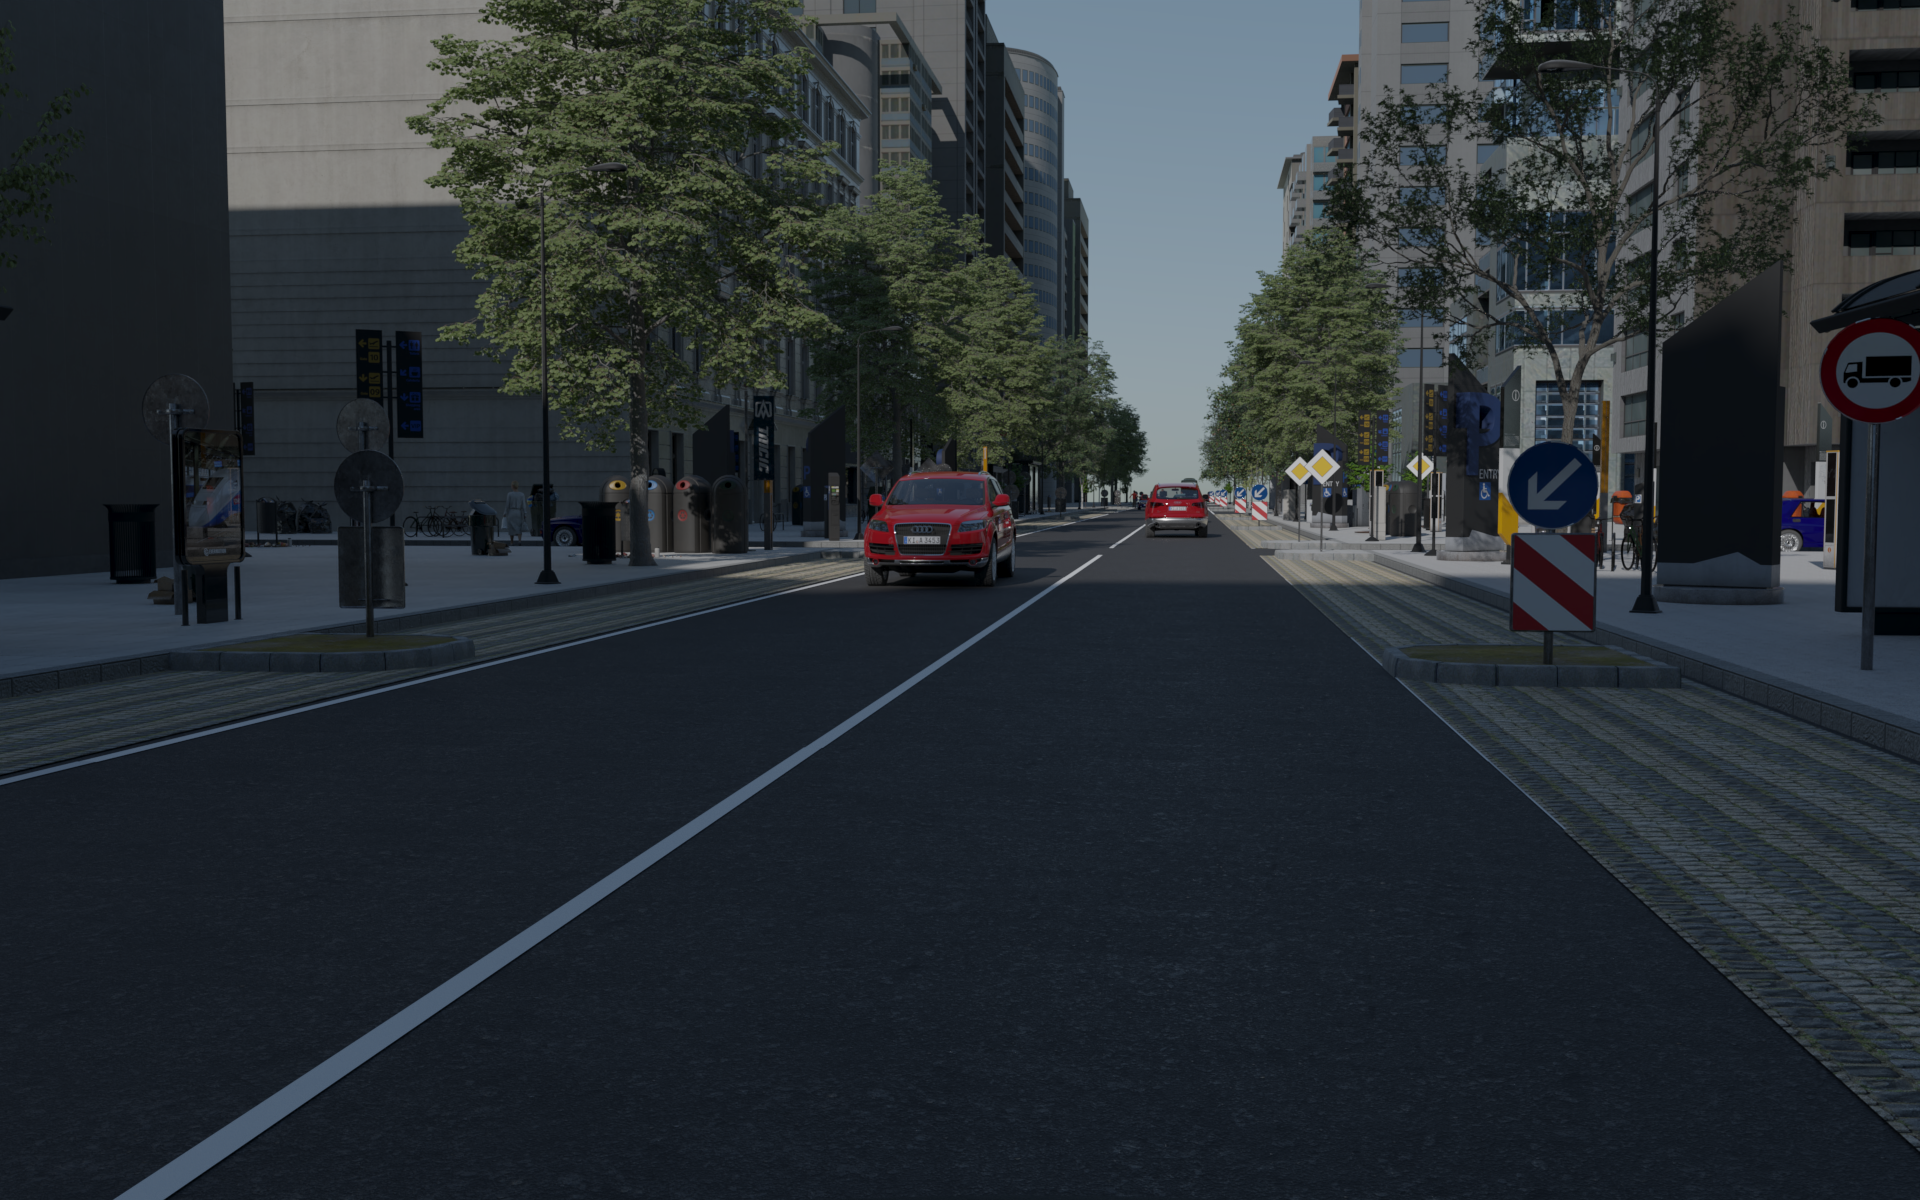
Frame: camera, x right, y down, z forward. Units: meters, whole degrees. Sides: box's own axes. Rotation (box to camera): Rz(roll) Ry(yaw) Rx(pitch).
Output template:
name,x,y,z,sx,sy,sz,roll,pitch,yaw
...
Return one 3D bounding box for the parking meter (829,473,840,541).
name,x,y,z,sx,sy,sz,roll,pitch,yaw
parking meter,-3.437,-2.543,47.292,0.255,1.863,0.399,-1,4,-13

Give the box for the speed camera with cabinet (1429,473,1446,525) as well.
name,x,y,z,sx,sy,sz,roll,pitch,yaw
speed camera with cabinet,20.045,-4.782,72.527,0.660,3.252,2.038,1,4,20

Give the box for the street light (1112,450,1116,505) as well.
name,x,y,z,sx,sy,sz,roll,pitch,yaw
street light,15.828,-12.908,183.589,1.470,5.913,1.316,0,4,8

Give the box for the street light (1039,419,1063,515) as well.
name,x,y,z,sx,sy,sz,roll,pitch,yaw
street light,5.657,-8.263,107.645,1.470,5.913,1.316,0,4,8

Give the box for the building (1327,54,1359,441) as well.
name,x,y,z,sx,sy,sz,roll,pitch,yaw
building,47.689,-31.567,170.739,22.147,44.769,28.867,0,4,8

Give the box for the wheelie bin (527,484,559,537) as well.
name,x,y,z,sx,sy,sz,roll,pitch,yaw
wheelie bin,-12.556,-2.717,52.330,0.980,1.594,0.693,-3,4,-36

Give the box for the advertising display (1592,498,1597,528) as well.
name,x,y,z,sx,sy,sz,roll,pitch,yaw
advertising display,21.735,-3.327,59.618,0.123,1.923,0.974,0,4,6

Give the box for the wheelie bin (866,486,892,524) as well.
name,x,y,z,sx,sy,sz,roll,pitch,yaw
wheelie bin,-3.401,-3.838,70.665,0.980,1.594,0.693,2,4,24

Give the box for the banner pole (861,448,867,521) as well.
name,x,y,z,sx,sy,sz,roll,pitch,yaw
banner pole,-4.559,-5.661,82.580,0.401,3.779,0.863,1,4,14

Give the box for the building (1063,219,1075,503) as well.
name,x,y,z,sx,sy,sz,roll,pitch,yaw
building,9.151,-34.705,251.013,14.154,41.232,14.086,0,4,8

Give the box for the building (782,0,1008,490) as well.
name,x,y,z,sx,sy,sz,roll,pitch,yaw
building,-6.154,-44.054,158.538,20.563,71.187,20.611,0,4,8

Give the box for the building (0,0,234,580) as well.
name,x,y,z,sx,sy,sz,roll,pitch,yaw
building,-26.006,-14.322,27.673,24.014,27.812,14.314,0,4,8

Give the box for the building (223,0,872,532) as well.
name,x,y,z,sx,sy,sz,roll,pitch,yaw
building,-15.939,-18.505,78.964,17.030,29.872,44.131,0,4,8

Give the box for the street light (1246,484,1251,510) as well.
name,x,y,z,sx,sy,sz,roll,pitch,yaw
street light,20.385,-9.004,119.760,1.470,5.913,1.316,0,4,8

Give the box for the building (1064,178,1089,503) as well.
name,x,y,z,sx,sy,sz,roll,pitch,yaw
building,8.633,-39.473,269.086,21.300,48.544,21.600,0,4,8

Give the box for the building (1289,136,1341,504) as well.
name,x,y,z,sx,sy,sz,roll,pitch,yaw
building,55.701,-37.436,231.692,23.786,49.044,30.456,0,4,8

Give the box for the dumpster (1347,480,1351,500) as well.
name,x,y,z,sx,sy,sz,roll,pitch,yaw
dumpster,17.206,-4.737,79.950,1.502,2.255,1.985,0,4,8

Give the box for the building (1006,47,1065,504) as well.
name,x,y,z,sx,sy,sz,roll,pitch,yaw
building,2.188,-42.006,228.790,21.231,58.520,28.212,0,4,8

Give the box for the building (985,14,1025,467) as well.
name,x,y,z,sx,sy,sz,roll,pitch,yaw
building,-4.895,-34.087,181.019,21.300,48.544,21.600,0,4,8

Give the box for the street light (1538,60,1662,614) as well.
name,x,y,z,sx,sy,sz,roll,pitch,yaw
street light,6.888,-2.820,18.649,1.470,5.913,1.316,0,4,8

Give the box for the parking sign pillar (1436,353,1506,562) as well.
name,x,y,z,sx,sy,sz,roll,pitch,yaw
parking sign pillar,9.987,-2.752,33.471,1.447,3.967,1.447,-3,4,-36

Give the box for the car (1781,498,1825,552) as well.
name,x,y,z,sx,sy,sz,roll,pitch,yaw
car,20.731,-1.738,41.003,3.894,1.354,1.945,1,4,8

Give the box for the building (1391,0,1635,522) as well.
name,x,y,z,sx,sy,sz,roll,pitch,yaw
building,36.565,-47.635,91.498,22.319,86.520,31.000,0,4,8

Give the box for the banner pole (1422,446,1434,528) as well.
name,x,y,z,sx,sy,sz,roll,pitch,yaw
banner pole,17.659,-4.581,64.917,0.401,3.779,0.863,-1,4,-13

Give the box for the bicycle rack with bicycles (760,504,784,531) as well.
name,x,y,z,sx,sy,sz,roll,pitch,yaw
bicycle rack with bicycles,-7.355,-2.872,60.346,2.852,0.926,2.925,0,4,6

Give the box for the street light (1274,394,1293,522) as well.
name,x,y,z,sx,sy,sz,roll,pitch,yaw
street light,15.011,-6.571,79.977,1.470,5.913,1.316,0,4,8

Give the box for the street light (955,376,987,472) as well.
name,x,y,z,sx,sy,sz,roll,pitch,yaw
street light,0.379,-5.860,68.344,1.470,5.913,1.316,0,4,8

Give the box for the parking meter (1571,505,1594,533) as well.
name,x,y,z,sx,sy,sz,roll,pitch,yaw
parking meter,11.961,-1.684,33.252,0.399,1.863,0.255,1,4,17

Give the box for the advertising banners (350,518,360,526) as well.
name,x,y,z,sx,sy,sz,roll,pitch,yaw
advertising banners,-12.269,-2.388,35.235,0.090,3.025,2.074,-2,4,-28

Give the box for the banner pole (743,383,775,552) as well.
name,x,y,z,sx,sy,sz,roll,pitch,yaw
banner pole,-4.544,-2.981,38.751,0.863,3.779,0.401,0,4,-2

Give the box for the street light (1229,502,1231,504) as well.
name,x,y,z,sx,sy,sz,roll,pitch,yaw
street light,25.363,-11.251,156.495,1.470,5.913,1.316,0,4,8

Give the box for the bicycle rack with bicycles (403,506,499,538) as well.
name,x,y,z,sx,sy,sz,roll,pitch,yaw
bicycle rack with bicycles,-15.267,-2.354,51.870,2.925,0.926,2.852,-3,5,-41

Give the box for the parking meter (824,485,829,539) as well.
name,x,y,z,sx,sy,sz,roll,pitch,yaw
parking meter,-3.728,-2.538,49.914,0.372,1.533,0.369,0,3,0

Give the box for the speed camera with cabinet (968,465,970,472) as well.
name,x,y,z,sx,sy,sz,roll,pitch,yaw
speed camera with cabinet,0.203,-7.585,118.357,0.660,3.252,2.038,-1,4,-20

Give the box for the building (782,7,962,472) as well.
name,x,y,z,sx,sy,sz,roll,pitch,yaw
building,-15.258,-27.260,137.577,32.217,40.220,23.993,0,4,8

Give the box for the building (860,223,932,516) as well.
name,x,y,z,sx,sy,sz,roll,pitch,yaw
building,-8.049,-15.021,110.214,10.561,19.102,19.286,0,4,8

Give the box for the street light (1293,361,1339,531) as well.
name,x,y,z,sx,sy,sz,roll,pitch,yaw
street light,12.512,-5.372,60.378,1.470,5.913,1.316,0,4,8

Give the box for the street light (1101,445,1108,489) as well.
name,x,y,z,sx,sy,sz,roll,pitch,yaw
street light,13.191,-11.688,163.641,1.470,5.913,1.316,0,4,8

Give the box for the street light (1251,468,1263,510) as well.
name,x,y,z,sx,sy,sz,roll,pitch,yaw
street light,17.664,-7.769,99.557,1.470,5.913,1.316,0,4,8

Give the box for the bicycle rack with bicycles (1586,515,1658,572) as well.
name,x,y,z,sx,sy,sz,roll,pitch,yaw
bicycle rack with bicycles,11.758,-0.958,29.041,2.852,0.926,2.925,1,4,22

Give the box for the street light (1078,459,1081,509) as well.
name,x,y,z,sx,sy,sz,roll,pitch,yaw
street light,7.862,-9.271,124.126,1.470,5.913,1.316,0,4,8

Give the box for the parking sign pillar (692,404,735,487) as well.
name,x,y,z,sx,sy,sz,roll,pitch,yaw
parking sign pillar,-7.460,-3.917,52.518,1.447,3.967,1.447,2,4,28

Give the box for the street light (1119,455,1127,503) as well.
name,x,y,z,sx,sy,sz,roll,pitch,yaw
street light,18.794,-14.282,206.053,1.470,5.913,1.316,0,4,8

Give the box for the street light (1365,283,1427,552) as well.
name,x,y,z,sx,sy,sz,roll,pitch,yaw
street light,9.608,-4.017,38.219,1.470,5.913,1.316,0,4,8

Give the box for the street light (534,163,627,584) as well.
name,x,y,z,sx,sy,sz,roll,pitch,yaw
street light,-5.357,-3.178,24.496,1.470,5.913,1.316,0,4,8

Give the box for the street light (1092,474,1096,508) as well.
name,x,y,z,sx,sy,sz,roll,pitch,yaw
street light,10.475,-10.491,144.070,1.470,5.913,1.316,0,4,8

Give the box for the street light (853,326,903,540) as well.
name,x,y,z,sx,sy,sz,roll,pitch,yaw
street light,-2.282,-4.627,48.186,1.470,5.913,1.316,0,4,8

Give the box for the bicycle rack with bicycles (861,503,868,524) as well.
name,x,y,z,sx,sy,sz,roll,pitch,yaw
bicycle rack with bicycles,-2.902,-3.724,74.273,2.852,0.926,2.925,-1,4,-16

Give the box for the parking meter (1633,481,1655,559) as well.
name,x,y,z,sx,sy,sz,roll,pitch,yaw
parking meter,13.450,-1.569,34.072,0.372,1.533,0.369,0,3,0

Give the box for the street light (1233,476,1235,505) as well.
name,x,y,z,sx,sy,sz,roll,pitch,yaw
street light,22.520,-10.043,136.750,1.470,5.913,1.316,0,4,8

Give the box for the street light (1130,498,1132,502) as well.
name,x,y,z,sx,sy,sz,roll,pitch,yaw
street light,21.415,-15.480,225.636,1.470,5.913,1.316,0,4,8

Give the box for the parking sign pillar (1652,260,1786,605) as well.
name,x,y,z,sx,sy,sz,roll,pitch,yaw
parking sign pillar,9.044,-1.963,20.571,1.447,3.967,1.447,3,4,39

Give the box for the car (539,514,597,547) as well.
name,x,y,z,sx,sy,sz,roll,pitch,yaw
car,-8.893,-1.996,45.212,3.894,1.354,1.945,0,4,7

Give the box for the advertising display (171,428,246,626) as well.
name,x,y,z,sx,sy,sz,roll,pitch,yaw
advertising display,-7.461,-0.735,17.235,0.123,1.923,0.974,1,4,11

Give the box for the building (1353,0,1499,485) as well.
name,x,y,z,sx,sy,sz,roll,pitch,yaw
building,43.322,-36.690,141.878,21.231,58.520,28.212,0,4,8

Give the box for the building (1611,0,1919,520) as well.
name,x,y,z,sx,sy,sz,roll,pitch,yaw
building,31.582,-17.627,59.899,14.107,30.474,14.160,0,4,8

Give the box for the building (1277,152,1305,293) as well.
name,x,y,z,sx,sy,sz,roll,pitch,yaw
building,62.749,-41.089,261.037,28.713,52.752,27.495,0,4,8
